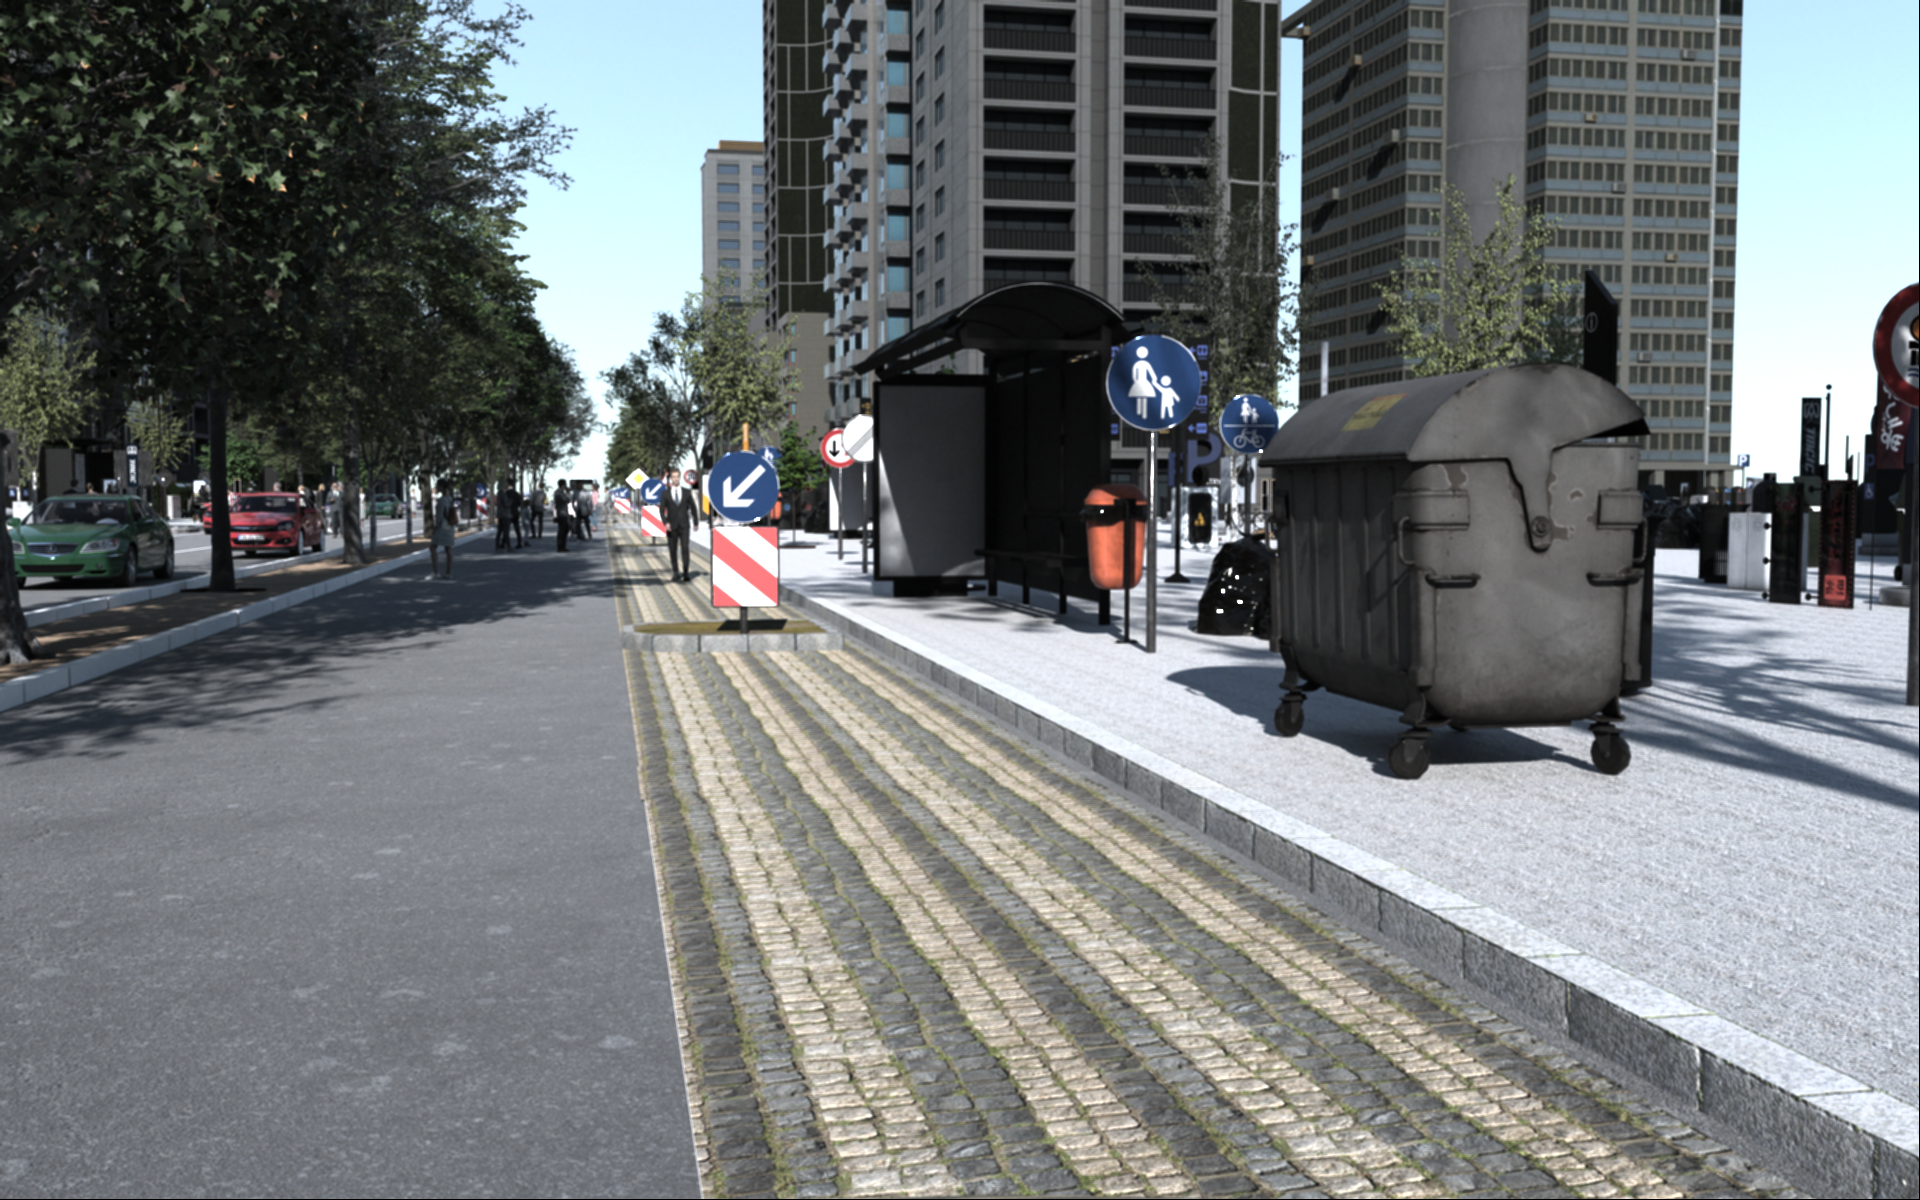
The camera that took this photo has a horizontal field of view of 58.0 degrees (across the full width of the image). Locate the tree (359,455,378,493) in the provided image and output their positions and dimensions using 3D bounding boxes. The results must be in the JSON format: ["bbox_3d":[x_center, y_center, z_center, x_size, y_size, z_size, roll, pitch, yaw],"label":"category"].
[{"bbox_3d":[-46.473,-9.149,133.297,4.285,4.588,4.351,0,3,0],"label":"tree"}]

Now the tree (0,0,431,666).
[{"bbox_3d":[-8.277,-5.798,14.268,9.611,12.733,9.660,0,3,0],"label":"tree"}]

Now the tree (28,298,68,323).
[{"bbox_3d":[-30.824,-6.570,57.777,4.737,8.622,4.395,0,3,0],"label":"tree"}]

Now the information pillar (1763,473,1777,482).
[{"bbox_3d":[27.929,-3.381,59.771,0.304,2.012,0.304,-2,4,-27],"label":"information pillar"}]

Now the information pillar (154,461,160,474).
[{"bbox_3d":[-56.346,-7.972,121.691,0.504,3.616,0.183,-2,4,-24],"label":"information pillar"}]

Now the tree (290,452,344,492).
[{"bbox_3d":[-42.476,-7.871,112.406,4.285,4.588,4.351,0,3,0],"label":"tree"}]

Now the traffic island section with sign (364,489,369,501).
[{"bbox_3d":[-41.216,-6.860,120.782,1.989,1.847,2.006,-1,4,-12],"label":"traffic island section with sign"}]

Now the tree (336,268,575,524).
[{"bbox_3d":[-18.825,-7.743,63.470,8.767,10.594,7.601,-1,4,-12],"label":"tree"}]

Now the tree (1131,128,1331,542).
[{"bbox_3d":[5.546,-5.171,34.905,4.360,8.622,3.978,0,3,0],"label":"tree"}]

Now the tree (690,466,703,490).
[{"bbox_3d":[-16.256,-6.956,108.336,1.663,3.219,1.824,0,3,0],"label":"tree"}]

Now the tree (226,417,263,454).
[{"bbox_3d":[-57.818,-11.606,140.114,4.737,8.622,4.395,0,3,0],"label":"tree"}]

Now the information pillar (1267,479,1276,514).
[{"bbox_3d":[15.673,-5.021,86.578,0.304,2.012,0.304,0,4,1],"label":"information pillar"}]

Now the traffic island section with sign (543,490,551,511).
[{"bbox_3d":[-35.729,-8.517,147.383,2.006,1.907,1.989,-1,4,-12],"label":"traffic island section with sign"}]

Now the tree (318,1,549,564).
[{"bbox_3d":[-12.272,-6.988,34.835,7.486,12.596,7.792,0,3,0],"label":"tree"}]

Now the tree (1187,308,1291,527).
[{"bbox_3d":[10.582,-7.151,67.275,4.737,8.622,4.395,0,3,0],"label":"tree"}]

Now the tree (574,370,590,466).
[{"bbox_3d":[-21.258,-8.638,78.094,8.767,10.594,7.601,-1,4,-12],"label":"tree"}]

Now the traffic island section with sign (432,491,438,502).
[{"bbox_3d":[-51.287,-9.823,169.226,1.989,1.847,2.006,-1,4,-12],"label":"traffic island section with sign"}]

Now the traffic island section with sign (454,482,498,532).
[{"bbox_3d":[-18.935,-3.573,66.557,2.006,1.907,1.989,-1,4,-12],"label":"traffic island section with sign"}]

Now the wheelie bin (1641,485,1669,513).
[{"bbox_3d":[23.414,-3.096,58.524,0.980,1.594,0.693,-1,4,-15],"label":"wheelie bin"}]

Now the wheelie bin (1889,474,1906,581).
[{"bbox_3d":[14.155,-1.072,25.428,0.693,1.594,0.980,-3,5,-41],"label":"wheelie bin"}]

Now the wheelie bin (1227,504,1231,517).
[{"bbox_3d":[12.998,-4.582,82.821,0.980,1.594,0.693,1,4,14],"label":"wheelie bin"}]

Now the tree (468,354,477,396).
[{"bbox_3d":[-15.261,-5.804,47.718,4.360,8.622,3.978,0,3,0],"label":"tree"}]

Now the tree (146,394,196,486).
[{"bbox_3d":[-50.275,-9.671,108.483,4.737,8.622,4.395,0,3,0],"label":"tree"}]

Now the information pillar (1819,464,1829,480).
[{"bbox_3d":[21.309,-2.353,42.965,0.304,2.012,0.304,0,4,5],"label":"information pillar"}]

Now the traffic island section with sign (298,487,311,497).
[{"bbox_3d":[-35.745,-5.245,94.386,1.989,1.847,2.006,-1,4,-12],"label":"traffic island section with sign"}]

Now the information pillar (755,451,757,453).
[{"bbox_3d":[-10.991,-6.179,92.383,0.183,3.616,0.504,3,4,38],"label":"information pillar"}]

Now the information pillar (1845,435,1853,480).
[{"bbox_3d":[35.342,-4.754,69.077,0.183,3.616,0.504,2,4,26],"label":"information pillar"}]

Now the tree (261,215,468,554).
[{"bbox_3d":[-13.900,-5.378,40.758,4.360,8.622,3.978,0,3,0],"label":"tree"}]

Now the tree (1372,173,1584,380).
[{"bbox_3d":[11.745,-5.447,39.425,4.737,8.622,4.395,0,3,0],"label":"tree"}]

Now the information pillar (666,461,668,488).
[{"bbox_3d":[-18.899,-7.371,111.878,0.183,3.616,0.504,0,4,4],"label":"information pillar"}]

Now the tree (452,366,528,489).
[{"bbox_3d":[-22.875,-8.036,84.209,4.737,8.622,4.395,0,3,0],"label":"tree"}]

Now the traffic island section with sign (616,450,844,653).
[{"bbox_3d":[-2.229,-0.483,16.532,1.989,1.847,2.006,-1,4,-12],"label":"traffic island section with sign"}]

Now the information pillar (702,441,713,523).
[{"bbox_3d":[-10.980,-5.151,75.573,0.504,3.616,0.183,-2,4,-25],"label":"information pillar"}]

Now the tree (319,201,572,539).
[{"bbox_3d":[-16.976,-7.739,54.741,9.928,11.665,9.643,0,3,0],"label":"tree"}]

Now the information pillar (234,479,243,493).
[{"bbox_3d":[-35.461,-4.933,85.142,0.304,2.012,0.304,0,4,-5],"label":"information pillar"}]

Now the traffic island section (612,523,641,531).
[{"bbox_3d":[-14.127,-3.253,75.462,2.009,0.180,2.903,-1,4,-12],"label":"traffic island section"}]

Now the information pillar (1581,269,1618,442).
[{"bbox_3d":[6.601,-1.626,17.945,0.183,3.616,0.504,-1,4,-13],"label":"information pillar"}]

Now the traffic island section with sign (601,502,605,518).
[{"bbox_3d":[-18.888,-5.388,96.724,1.989,1.847,2.006,-1,4,-12],"label":"traffic island section with sign"}]

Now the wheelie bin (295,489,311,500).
[{"bbox_3d":[-46.117,-6.913,120.933,0.693,1.594,0.980,3,5,40],"label":"wheelie bin"}]

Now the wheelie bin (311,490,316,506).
[{"bbox_3d":[-53.612,-8.288,143.411,0.693,1.594,0.980,3,4,36],"label":"wheelie bin"}]

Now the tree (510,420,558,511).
[{"bbox_3d":[-31.055,-10.543,125.202,4.360,8.622,3.978,0,3,0],"label":"tree"}]

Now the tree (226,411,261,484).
[{"bbox_3d":[-53.985,-11.066,131.286,4.360,8.622,3.978,0,3,0],"label":"tree"}]

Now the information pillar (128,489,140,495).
[{"bbox_3d":[-54.686,-7.526,114.398,0.183,3.616,0.504,3,5,43],"label":"information pillar"}]

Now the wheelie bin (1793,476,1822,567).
[{"bbox_3d":[14.868,-1.381,30.494,0.980,1.594,0.693,-2,4,-23],"label":"wheelie bin"}]

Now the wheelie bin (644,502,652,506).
[{"bbox_3d":[-24.248,-7.768,134.916,0.693,1.594,0.980,-2,4,-35],"label":"wheelie bin"}]

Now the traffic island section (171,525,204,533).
[{"bbox_3d":[-29.435,-2.560,64.143,2.009,0.180,2.903,-1,4,-12],"label":"traffic island section"}]

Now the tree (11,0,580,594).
[{"bbox_3d":[-10.849,-6.865,25.062,12.009,13.543,11.850,0,3,0],"label":"tree"}]

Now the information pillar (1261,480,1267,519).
[{"bbox_3d":[15.539,-5.128,88.333,0.304,2.012,0.304,1,4,12],"label":"information pillar"}]

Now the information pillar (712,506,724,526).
[{"bbox_3d":[-8.758,-3.556,62.628,0.304,2.012,0.304,3,4,36],"label":"information pillar"}]

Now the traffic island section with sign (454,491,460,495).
[{"bbox_3d":[-56.899,-11.474,196.226,1.989,1.847,2.006,-1,4,-12],"label":"traffic island section with sign"}]

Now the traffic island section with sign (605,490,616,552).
[{"bbox_3d":[-7.757,-2.111,43.142,1.989,1.847,2.006,-1,4,-12],"label":"traffic island section with sign"}]

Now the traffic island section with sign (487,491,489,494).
[{"bbox_3d":[-67.822,-14.692,248.844,1.989,1.847,2.006,-1,4,-12],"label":"traffic island section with sign"}]
